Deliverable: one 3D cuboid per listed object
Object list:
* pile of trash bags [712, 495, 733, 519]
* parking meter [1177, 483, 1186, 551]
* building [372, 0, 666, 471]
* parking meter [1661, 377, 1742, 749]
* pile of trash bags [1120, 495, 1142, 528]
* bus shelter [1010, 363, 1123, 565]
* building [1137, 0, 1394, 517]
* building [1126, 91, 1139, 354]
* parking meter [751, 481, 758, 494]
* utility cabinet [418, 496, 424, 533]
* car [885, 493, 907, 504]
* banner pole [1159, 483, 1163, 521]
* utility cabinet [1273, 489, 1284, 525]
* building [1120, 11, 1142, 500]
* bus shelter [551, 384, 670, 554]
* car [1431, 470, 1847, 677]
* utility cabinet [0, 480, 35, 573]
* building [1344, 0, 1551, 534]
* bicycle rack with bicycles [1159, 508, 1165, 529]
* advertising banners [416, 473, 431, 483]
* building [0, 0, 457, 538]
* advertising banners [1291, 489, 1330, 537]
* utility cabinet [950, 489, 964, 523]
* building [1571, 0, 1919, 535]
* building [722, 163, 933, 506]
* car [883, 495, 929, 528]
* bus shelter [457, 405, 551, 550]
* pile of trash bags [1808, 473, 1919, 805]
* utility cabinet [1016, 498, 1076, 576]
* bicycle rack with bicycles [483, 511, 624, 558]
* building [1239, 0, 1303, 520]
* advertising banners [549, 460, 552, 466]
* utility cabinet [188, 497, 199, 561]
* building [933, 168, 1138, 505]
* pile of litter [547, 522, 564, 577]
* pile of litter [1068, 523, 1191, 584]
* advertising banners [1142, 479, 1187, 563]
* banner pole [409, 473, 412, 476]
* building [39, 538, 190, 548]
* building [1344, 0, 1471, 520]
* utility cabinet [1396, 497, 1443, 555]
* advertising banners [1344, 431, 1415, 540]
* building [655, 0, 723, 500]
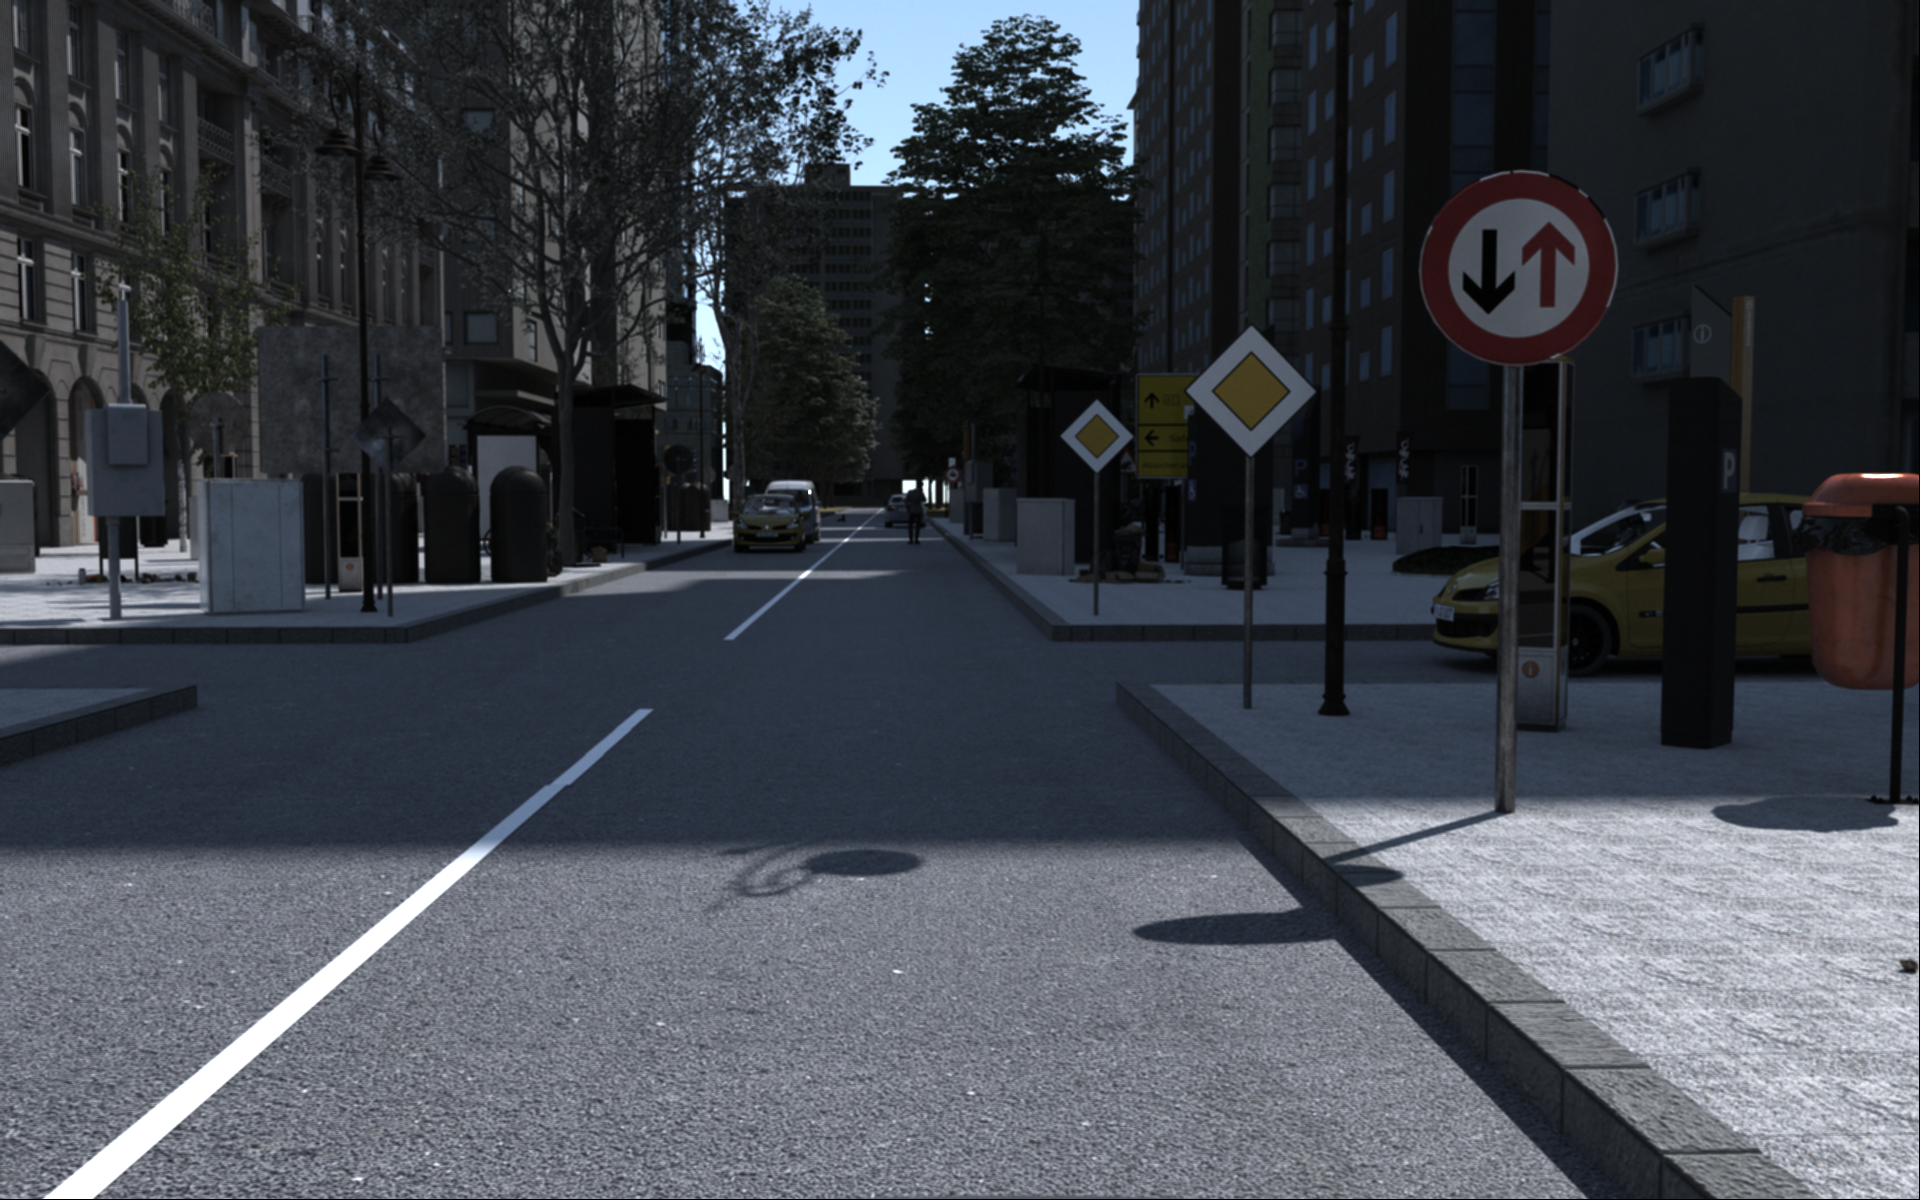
[{"bbox_3d":[-11.991,-4.900,89.871,3.447,1.369,1.912,-3,4,-36],"label":"pile of trash bags"},{"bbox_3d":[5.065,-1.876,39.086,0.372,1.533,0.369,0,3,0],"label":"parking meter"},{"bbox_3d":[-38.602,-33.644,139.321,27.495,52.752,28.713,0,4,-2],"label":"building"},{"bbox_3d":[3.793,-0.192,8.858,0.255,1.863,0.399,3,5,42],"label":"parking meter"},{"bbox_3d":[3.004,-2.144,44.811,1.912,1.369,3.447,-3,5,-40],"label":"pile of trash bags"},{"bbox_3d":[2.039,-2.630,34.284,1.731,3.624,6.357,0,4,-2],"label":"bus shelter"},{"bbox_3d":[19.957,-28.598,117.690,14.600,45.320,14.200,0,4,-2],"label":"building"},{"bbox_3d":[35.197,-37.714,205.854,27.495,52.752,28.713,0,4,-2],"label":"building"},{"bbox_3d":[-9.436,-4.522,79.642,0.255,1.863,0.399,-1,4,-17],"label":"parking meter"},{"bbox_3d":[-17.926,-2.794,56.848,1.020,1.237,0.306,2,4,34],"label":"utility cabinet"},{"bbox_3d":[-3.454,-5.792,103.744,2.155,1.783,4.494,0,4,-1],"label":"car"},{"bbox_3d":[9.676,-5.704,83.277,0.401,3.779,0.863,1,4,16],"label":"banner pole"},{"bbox_3d":[12.711,-3.817,71.083,1.173,1.500,0.318,3,5,41],"label":"utility cabinet"},{"bbox_3d":[22.653,-50.546,139.097,22.319,86.520,31.000,0,4,-2],"label":"building"},{"bbox_3d":[-7.971,-2.981,40.016,1.731,3.624,6.357,0,4,-2],"label":"bus shelter"},{"bbox_3d":[5.957,-0.252,14.339,3.980,1.641,2.015,0,4,-2],"label":"car"},{"bbox_3d":[-15.462,-1.162,27.670,1.173,1.500,0.318,-2,4,-29],"label":"utility cabinet"},{"bbox_3d":[20.684,-25.154,61.372,14.600,45.320,14.200,0,4,-2],"label":"building"},{"bbox_3d":[8.184,-3.080,63.733,2.925,0.926,2.852,2,4,23],"label":"bicycle rack with bicycles"},{"bbox_3d":[-13.524,-2.771,41.492,2.074,3.025,0.090,-3,5,-41],"label":"advertising banners"},{"bbox_3d":[-28.727,-13.735,66.359,13.314,21.916,24.055,0,4,-2],"label":"building"},{"bbox_3d":[10.942,-3.401,51.796,2.074,3.025,0.090,0,4,-5],"label":"advertising banners"},{"bbox_3d":[0.105,-4.158,76.657,1.173,1.500,0.318,3,4,36],"label":"utility cabinet"},{"bbox_3d":[26.033,-25.492,40.500,21.600,48.544,21.300,0,4,-2],"label":"building"},{"bbox_3d":[-15.773,-31.461,206.262,23.993,40.220,32.217,0,4,-2],"label":"building"},{"bbox_3d":[-2.331,-3.841,74.806,2.014,1.417,4.499,0,4,0],"label":"car"},{"bbox_3d":[-10.512,-2.954,42.217,2.014,3.302,5.546,0,4,-2],"label":"bus shelter"},{"bbox_3d":[5.310,0.150,7.301,3.447,1.369,1.912,0,4,4],"label":"pile of trash bags"},{"bbox_3d":[1.368,-1.005,27.599,0.306,1.237,1.020,-3,5,-45],"label":"utility cabinet"},{"bbox_3d":[-8.151,-1.322,35.003,2.925,0.926,2.852,-2,4,-28],"label":"bicycle rack with bicycles"},{"bbox_3d":[20.636,-24.466,83.610,14.154,41.232,14.086,0,4,-2],"label":"building"},{"bbox_3d":[-21.769,-5.720,89.702,2.074,3.025,0.090,0,4,4],"label":"advertising banners"},{"bbox_3d":[-14.757,-1.380,33.721,0.306,1.237,1.020,-2,4,-33],"label":"utility cabinet"},{"bbox_3d":[8.423,-31.550,207.726,23.993,40.220,32.217,0,4,-2],"label":"building"},{"bbox_3d":[-6.792,-0.806,27.142,1.176,0.858,1.719,1,4,11],"label":"pile of litter"},{"bbox_3d":[2.477,-0.687,25.196,1.719,0.858,1.176,1,4,21],"label":"pile of litter"},{"bbox_3d":[3.959,-2.211,32.339,0.090,3.025,2.074,-2,4,-24],"label":"advertising banners"},{"bbox_3d":[-14.303,-3.315,44.215,0.401,3.779,0.863,2,4,33],"label":"banner pole"},{"bbox_3d":[-27.538,-12.268,42.376,13.314,21.916,24.055,0,4,-2],"label":"building"},{"bbox_3d":[20.738,-27.730,103.502,14.600,45.320,14.200,0,4,-2],"label":"building"},{"bbox_3d":[9.615,-1.537,36.297,0.306,1.237,1.020,-2,4,-33],"label":"utility cabinet"},{"bbox_3d":[11.679,-3.188,48.305,2.074,3.025,0.090,-1,4,-9],"label":"advertising banners"},{"bbox_3d":[-43.350,-54.142,197.894,31.000,86.520,22.319,0,4,-2],"label":"building"}]
